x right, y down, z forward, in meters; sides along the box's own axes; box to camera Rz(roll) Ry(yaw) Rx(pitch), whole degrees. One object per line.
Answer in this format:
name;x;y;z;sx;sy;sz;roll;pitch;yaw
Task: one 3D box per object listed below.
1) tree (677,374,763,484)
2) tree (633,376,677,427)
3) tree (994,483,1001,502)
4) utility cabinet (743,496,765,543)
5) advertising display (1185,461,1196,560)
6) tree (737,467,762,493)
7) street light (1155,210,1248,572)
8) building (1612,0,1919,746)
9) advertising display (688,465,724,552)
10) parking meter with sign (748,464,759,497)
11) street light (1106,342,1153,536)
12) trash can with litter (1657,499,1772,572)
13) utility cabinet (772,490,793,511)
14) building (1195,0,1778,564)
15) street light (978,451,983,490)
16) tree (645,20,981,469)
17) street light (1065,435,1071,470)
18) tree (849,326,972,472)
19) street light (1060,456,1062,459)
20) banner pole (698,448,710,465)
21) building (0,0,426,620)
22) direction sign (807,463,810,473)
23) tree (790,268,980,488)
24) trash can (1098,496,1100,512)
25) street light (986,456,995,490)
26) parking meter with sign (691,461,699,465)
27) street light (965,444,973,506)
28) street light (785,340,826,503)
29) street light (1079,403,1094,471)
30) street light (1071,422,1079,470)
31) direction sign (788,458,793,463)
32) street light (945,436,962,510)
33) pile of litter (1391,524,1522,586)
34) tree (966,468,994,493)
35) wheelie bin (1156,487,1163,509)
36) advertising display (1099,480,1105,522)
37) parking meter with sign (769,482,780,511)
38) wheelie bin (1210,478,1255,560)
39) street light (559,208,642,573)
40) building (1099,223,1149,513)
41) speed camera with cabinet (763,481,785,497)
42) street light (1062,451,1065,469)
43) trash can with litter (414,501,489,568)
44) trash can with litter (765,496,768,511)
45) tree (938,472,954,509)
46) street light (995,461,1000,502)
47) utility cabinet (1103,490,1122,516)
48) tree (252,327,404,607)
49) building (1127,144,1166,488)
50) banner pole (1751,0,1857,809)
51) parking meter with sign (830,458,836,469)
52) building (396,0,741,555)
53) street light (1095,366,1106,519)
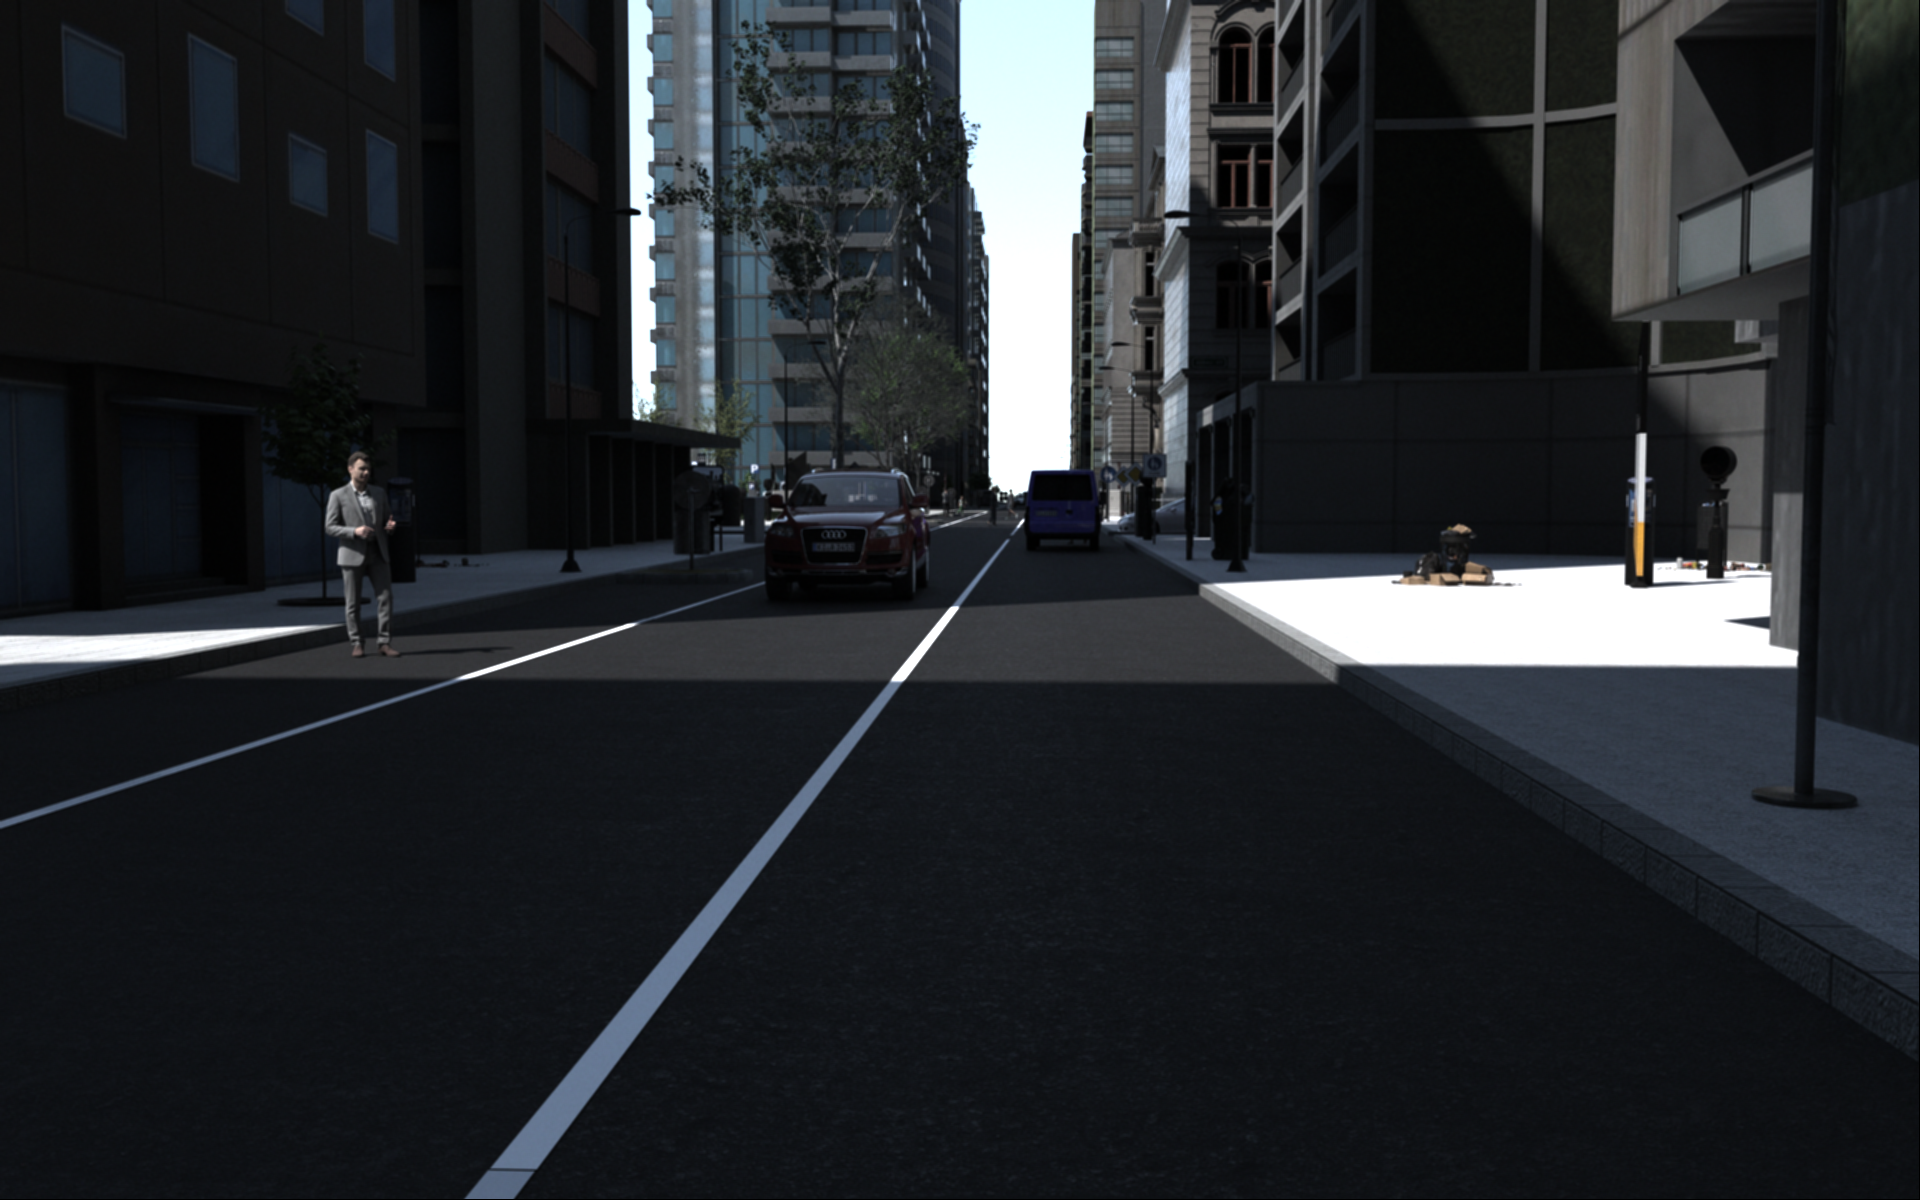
tree;-14.207;-9.495;105.599;4.737;8.622;4.395;0;3;0
tree;-19.223;-9.602;107.361;4.737;8.622;4.395;0;3;0
tree;6.182;-18.481;296.769;1.663;3.219;1.824;0;3;0
utility cabinet;-5.433;-2.110;45.664;0.306;1.237;1.020;-2;4;-23
advertising display;4.498;-1.752;33.854;0.123;1.923;0.974;1;4;12
tree;-15.135;-7.894;123.664;1.663;3.219;1.824;0;3;0
street light;4.039;-3.423;28.513;1.470;5.913;1.316;0;4;3
building;12.033;-19.978;10.231;14.154;41.232;14.086;0;4;3
advertising display;-5.633;-2.035;38.488;0.123;1.923;0.974;3;4;39
parking meter with sign;-12.007;-6.351;100.098;0.543;3.016;1.738;0;4;4
street light;5.315;-4.924;53.041;1.470;5.913;1.316;0;4;3
trash can with litter;12.942;-1.103;29.091;1.678;1.210;2.233;-3;4;-37
utility cabinet;-10.568;-5.781;103.190;1.173;1.500;0.318;-1;4;-13
building;16.815;-36.770;39.441;20.563;71.187;20.611;0;4;3
street light;1.746;-13.099;186.712;1.470;5.913;1.316;0;4;3
tree;-6.393;-13.175;71.302;12.611;20.169;13.585;0;3;0
street light;9.455;-10.215;139.559;1.470;5.913;1.316;0;4;3
tree;-3.081;-11.006;105.701;9.928;11.665;9.643;0;3;0
street light;11.785;-13.156;187.638;1.470;5.913;1.316;0;4;3
banner pole;-13.879;-6.376;94.270;0.863;3.779;0.401;-1;4;-18
building;-15.977;-22.649;20.415;14.600;45.320;14.200;0;4;3
direction sign;-11.223;-8.339;128.335;0.379;3.537;0.876;1;4;10
tree;-4.099;-11.299;95.100;12.009;13.543;11.850;0;3;0
trash can;9.348;-6.340;115.319;0.748;1.137;0.748;0;3;0
street light;3.415;-15.201;221.078;1.470;5.913;1.316;0;4;3
parking meter with sign;-13.567;-5.919;93.029;0.543;3.016;1.738;3;5;42
street light;0.560;-11.592;162.063;1.470;5.913;1.316;0;4;3
street light;-4.732;-4.891;52.504;1.470;5.913;1.316;0;4;3
street light;6.915;-7.063;88.014;1.470;5.913;1.316;0;4;3
street light;8.095;-8.533;112.053;1.470;5.913;1.316;0;4;3
direction sign;-10.461;-7.167;109.182;0.876;3.537;0.379;-3;5;-42
street light;-0.560;-10.121;138.021;1.470;5.913;1.316;0;4;3
pile of litter;7.044;-0.647;24.544;1.719;0.858;1.176;2;4;33
tree;2.449;-14.082;213.946;4.285;4.588;4.351;0;3;0
wheelie bin;8.815;-4.315;78.457;0.980;1.594;0.693;0;4;-5
advertising display;6.655;-4.656;81.340;0.123;1.923;0.974;0;4;-4
parking meter with sign;-12.009;-7.063;111.747;1.738;3.016;0.543;-1;4;-20
wheelie bin;5.332;-1.580;33.746;0.693;1.594;0.980;3;4;37
street light;-5.864;-3.409;28.273;1.470;5.913;1.316;0;4;3
building;15.312;-16.935;126.042;9.793;20.994;18.267;0;4;3
speed camera with cabinet;-12.796;-7.787;121.653;2.038;3.252;0.660;1;4;19
street light;10.615;-11.686;163.598;1.470;5.913;1.316;0;4;3
trash can with litter;-9.359;-1.186;30.444;2.233;1.210;1.678;-2;4;-29
trash can with litter;-9.958;-4.940;91.821;1.678;1.210;2.233;2;4;33
tree;-0.944;-9.571;151.082;1.663;3.219;1.824;0;3;0
street light;4.569;-16.684;245.328;1.470;5.913;1.316;0;4;3
utility cabinet;8.575;-5.489;98.423;1.173;1.500;0.318;1;4;23
tree;-7.324;-1.568;20.233;1.663;3.219;1.824;0;3;0
building;16.946;-17.126;99.089;14.460;24.649;34.723;0;4;3
banner pole;3.653;-1.058;7.318;0.401;3.779;0.863;2;4;33
parking meter with sign;-5.709;-5.365;83.983;0.543;3.016;1.738;-2;4;-25
building;-21.758;-23.735;42.694;28.867;44.769;22.147;0;4;3
street light;5.743;-5.538;63.090;1.470;5.913;1.316;0;4;3
